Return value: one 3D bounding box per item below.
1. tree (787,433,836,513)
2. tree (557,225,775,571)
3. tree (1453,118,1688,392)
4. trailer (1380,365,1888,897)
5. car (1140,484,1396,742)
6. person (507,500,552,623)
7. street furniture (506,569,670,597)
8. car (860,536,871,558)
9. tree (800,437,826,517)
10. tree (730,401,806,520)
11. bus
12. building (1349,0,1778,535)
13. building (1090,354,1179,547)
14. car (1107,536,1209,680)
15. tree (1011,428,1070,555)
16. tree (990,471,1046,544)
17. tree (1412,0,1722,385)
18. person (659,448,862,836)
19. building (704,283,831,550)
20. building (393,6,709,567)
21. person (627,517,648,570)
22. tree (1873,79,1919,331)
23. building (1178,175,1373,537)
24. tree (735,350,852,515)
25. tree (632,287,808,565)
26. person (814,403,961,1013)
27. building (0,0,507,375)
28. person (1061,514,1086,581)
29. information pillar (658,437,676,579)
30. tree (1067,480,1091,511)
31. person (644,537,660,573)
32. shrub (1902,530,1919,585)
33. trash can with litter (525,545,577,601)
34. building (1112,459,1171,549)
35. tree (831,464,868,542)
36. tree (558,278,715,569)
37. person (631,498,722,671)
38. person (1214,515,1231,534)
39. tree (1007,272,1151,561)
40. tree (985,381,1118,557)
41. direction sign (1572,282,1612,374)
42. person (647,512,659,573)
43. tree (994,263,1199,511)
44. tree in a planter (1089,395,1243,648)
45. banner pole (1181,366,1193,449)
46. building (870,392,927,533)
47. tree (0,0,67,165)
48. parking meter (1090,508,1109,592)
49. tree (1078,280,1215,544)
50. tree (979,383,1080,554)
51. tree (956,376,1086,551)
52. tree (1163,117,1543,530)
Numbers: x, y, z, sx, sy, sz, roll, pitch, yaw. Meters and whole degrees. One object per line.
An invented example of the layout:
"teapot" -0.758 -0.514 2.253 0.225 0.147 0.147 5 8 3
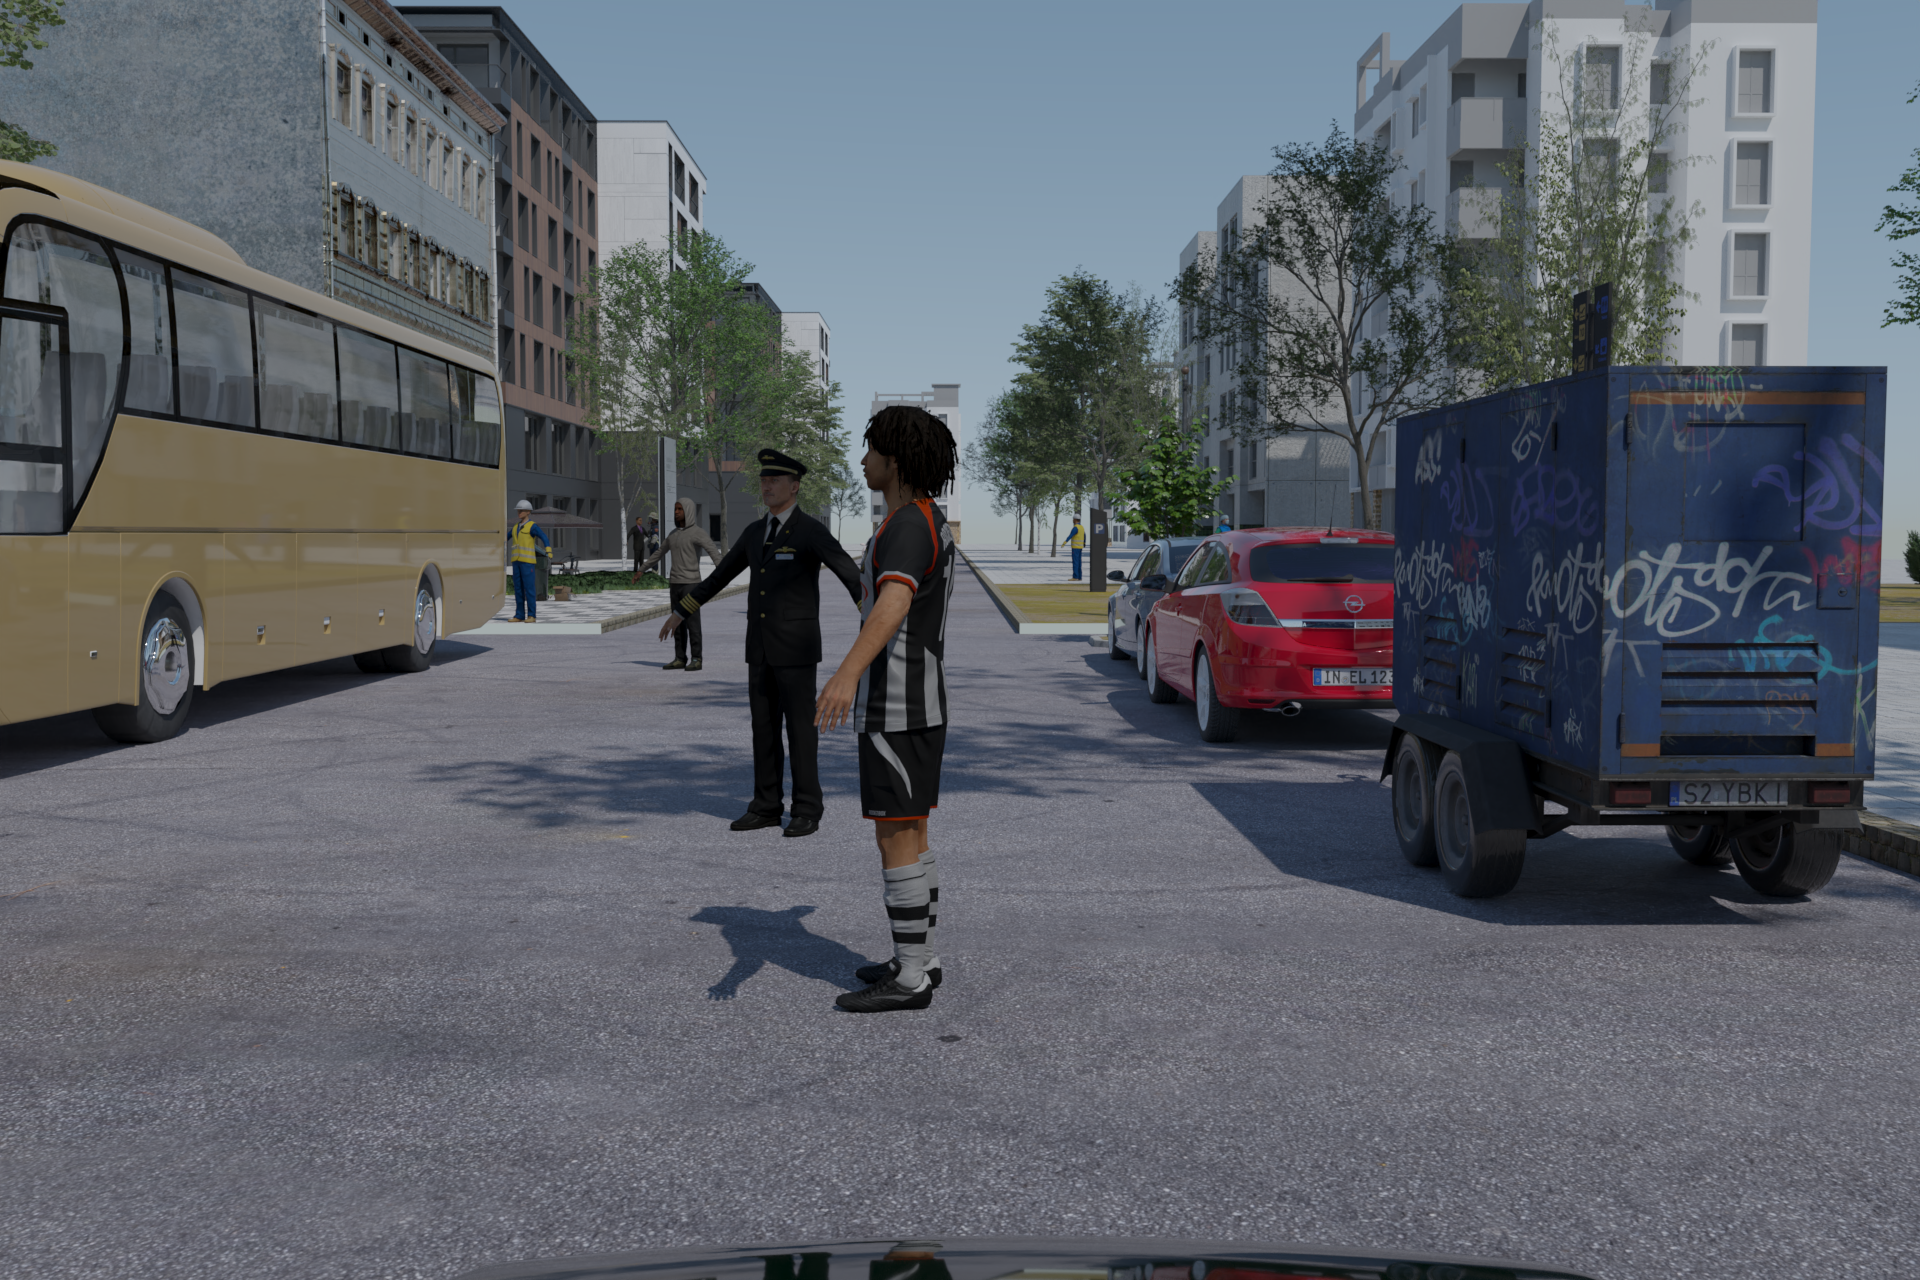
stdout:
"tree" -10.602 -10.354 119.657 4.737 8.622 4.395 0 3 0
"tree" -9.807 -8.102 58.221 9.928 11.665 9.643 0 3 0
"tree" 10.893 -4.904 30.549 4.737 8.622 4.395 0 3 0
"trailer" 2.637 -0.050 7.859 1.471 1.999 3.904 0 4 -1
"car" 2.525 -0.267 13.408 2.155 1.783 4.494 0 4 -1
"person" -6.355 -1.136 25.033 1.216 1.772 0.721 2 4 28
"street furniture" -11.258 -1.338 37.511 10.072 0.657 5.734 -1 4 -13
"car" -3.682 -4.284 82.399 2.083 1.381 4.827 0 4 -1
"tree" -11.295 -10.758 126.253 4.737 8.622 4.395 0 3 0
"tree" -11.053 -8.821 94.578 4.360 8.622 3.978 0 3 0
"bus" -6.701 -1.440 15.090 2.896 3.916 12.252 0 4 -1
"building" 20.566 -12.878 66.980 16.016 20.090 11.380 0 4 0
"building" 19.476 -20.446 190.705 16.016 20.090 11.380 0 4 -1
"car" 2.604 -0.385 18.291 2.014 1.417 4.499 0 4 -1
"tree" 4.591 -9.512 105.888 4.360 8.622 3.978 0 3 0
"tree" 7.355 -17.303 217.312 7.601 10.594 8.767 0 4 -4
"tree" 8.669 -4.497 23.883 4.360 8.622 3.978 0 3 0
"person" -0.872 0.003 8.339 1.347 1.837 0.705 2 4 32
"building" -26.865 -19.159 157.228 27.936 21.610 32.646 0 3 0
"building" -28.372 -14.660 83.671 27.936 21.610 32.646 0 4 0
"person" -9.758 -2.847 52.766 0.704 1.802 1.346 3 4 36
"tree" 19.118 -6.263 28.156 9.928 11.665 9.643 0 3 0
"building" 22.264 -13.926 94.153 16.747 18.905 31.486 0 4 0
"tree" -10.250 -11.518 106.453 7.486 12.596 7.792 0 3 0
"tree" -9.937 -8.935 71.836 9.928 11.665 9.643 0 3 0
"person" -0.201 0.201 5.314 0.704 1.843 1.345 0 4 7
"building" -26.076 -13.657 54.224 19.493 23.208 18.063 0 4 -1
"person" 3.159 -2.526 47.271 0.705 1.833 1.349 2 4 31
"information pillar" -7.184 -3.135 42.577 0.184 3.620 1.656 0 4 0
"tree" 17.212 -17.955 219.323 9.928 11.665 9.643 0 3 0
"person" -9.919 -3.144 57.583 1.347 1.806 0.705 -2 4 -25
"shrub" 22.960 -2.232 40.539 1.661 2.075 1.752 0 3 0
"trash can with litter" -7.909 -1.339 33.288 1.055 1.170 0.624 0 4 -1
"building" 19.139 -12.880 152.734 9.099 9.664 28.070 0 4 0
"tree" -15.111 -17.477 220.161 7.601 10.594 8.767 0 4 3
"tree" -10.023 -6.127 50.543 4.360 8.622 3.978 0 3 0
"person" -2.909 -0.590 18.229 1.348 1.813 0.705 3 4 36
"person" 7.435 -2.594 48.535 1.347 1.817 0.704 -3 5 -44
"tree" 5.508 -9.640 75.735 7.486 12.596 7.792 0 3 0
"tree" 5.291 -9.808 94.775 8.767 10.594 7.601 -2 4 -30
"direction sign" 5.823 -1.471 16.054 0.379 3.537 0.876 0 4 -1
"person" -8.185 -2.471 46.173 0.705 1.856 1.354 -1 4 -13
"tree" 4.716 -7.719 60.615 7.601 10.594 8.767 -1 4 -17
"tree in a planter" 2.692 -1.539 22.391 1.991 3.239 1.994 0 4 0
"banner pole" 3.362 -2.181 25.681 0.401 3.779 0.863 0 4 -2
"building" -11.111 -22.230 222.330 11.380 20.090 16.016 0 4 5
"tree" -12.844 -6.061 17.217 7.486 12.596 7.792 0 3 0
"parking meter" 3.075 -1.993 38.290 0.399 1.863 0.255 0 4 -2
"tree" 5.641 -6.112 50.290 4.360 8.622 3.978 0 3 0
"tree" 4.799 -11.531 114.292 9.928 11.665 9.643 0 3 0
"tree" 4.697 -13.501 131.104 12.009 13.543 11.850 0 3 0
"tree" 9.049 -6.363 38.449 8.767 10.594 7.601 -1 4 -17
